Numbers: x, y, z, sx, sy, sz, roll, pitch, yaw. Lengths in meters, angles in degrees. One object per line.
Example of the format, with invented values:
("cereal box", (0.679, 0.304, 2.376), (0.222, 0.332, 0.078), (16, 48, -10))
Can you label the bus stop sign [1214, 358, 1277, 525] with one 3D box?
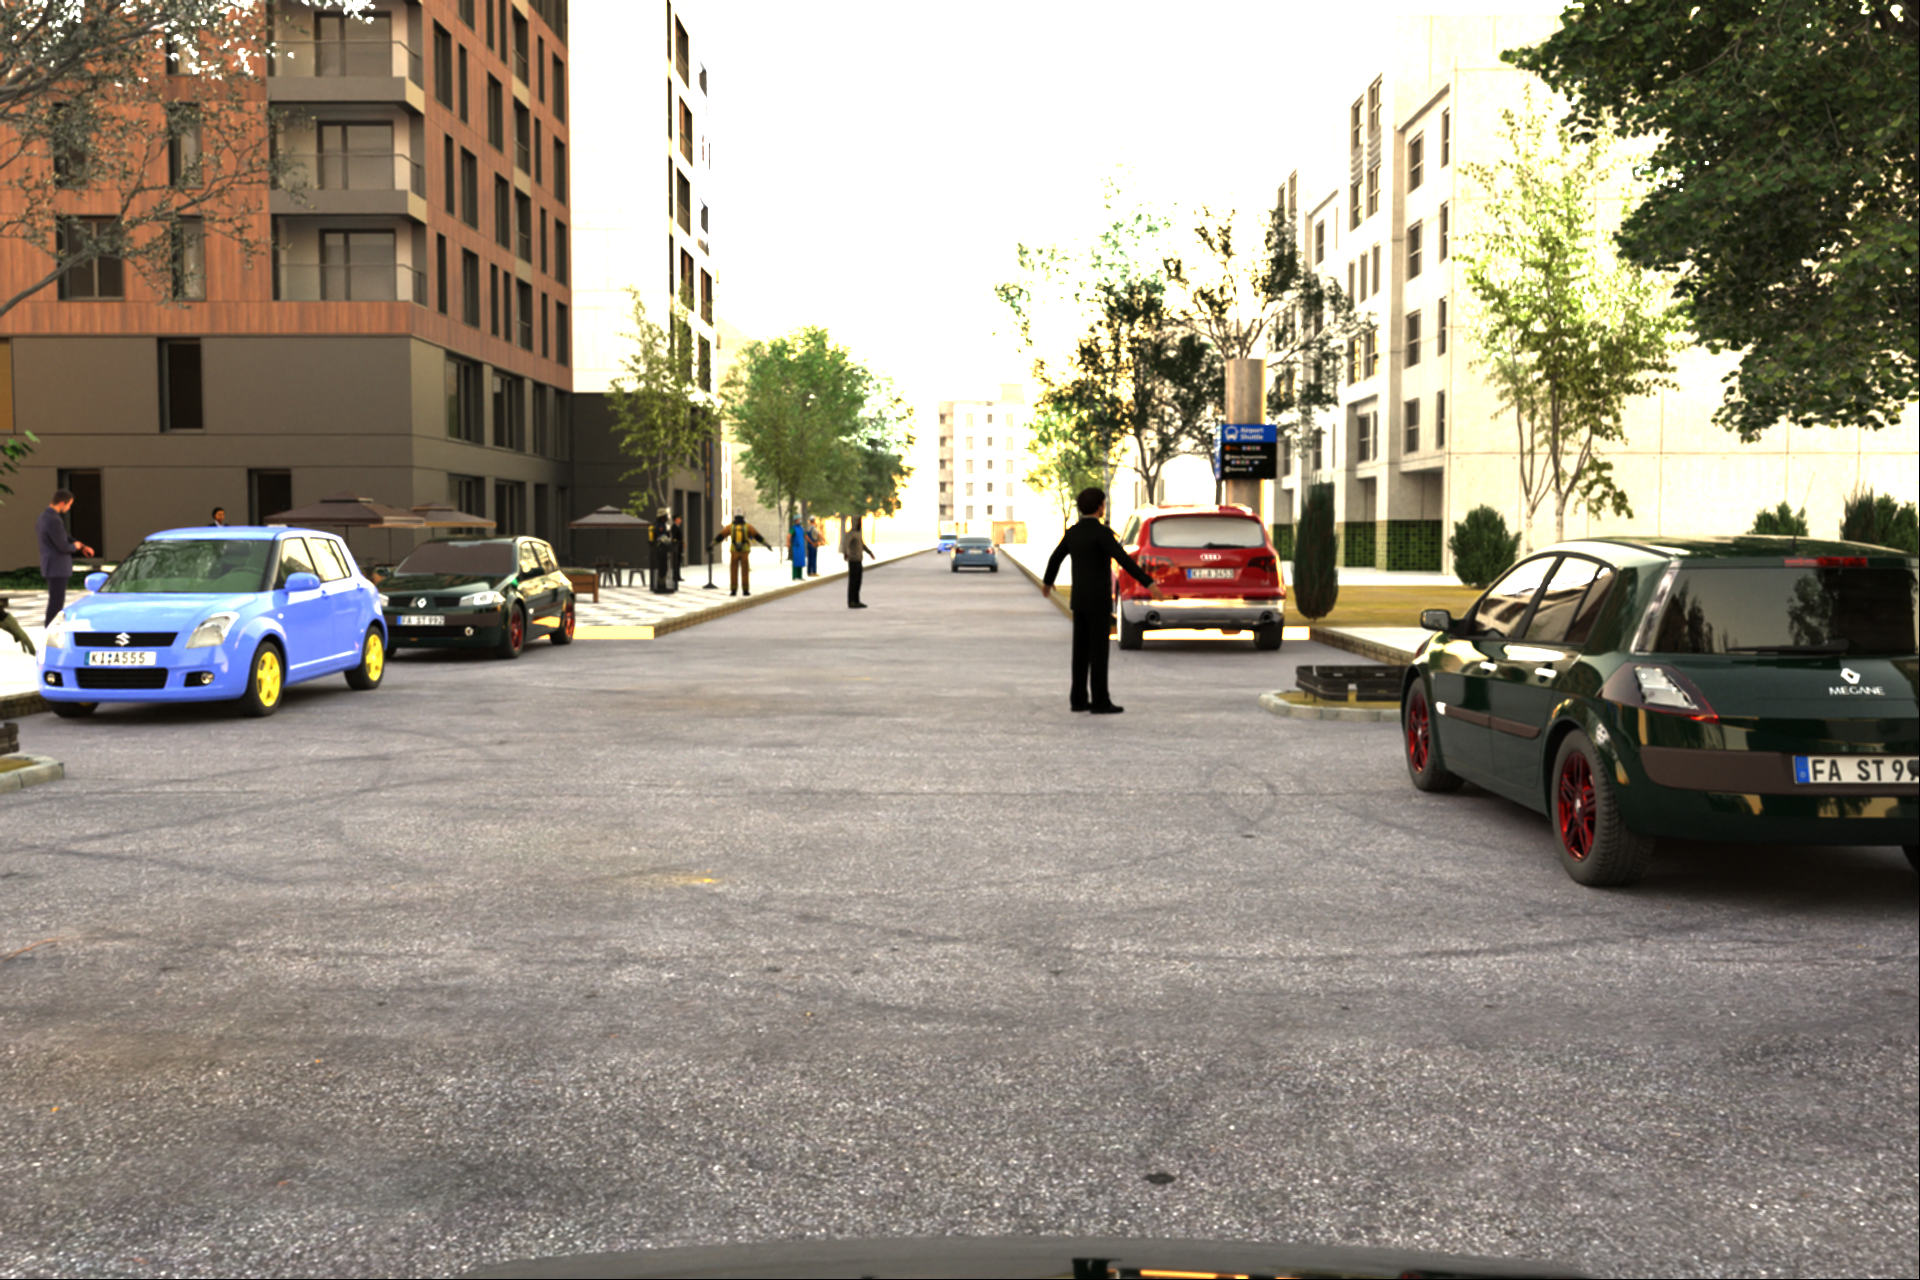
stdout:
("bus stop sign", (4.322, -2.279, 26.278), (0.837, 3.901, 0.837), (0, 4, 2))

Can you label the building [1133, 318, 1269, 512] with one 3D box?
("building", (24.666, -17.356, 150.236), (16.747, 18.905, 31.486), (0, 4, 1))

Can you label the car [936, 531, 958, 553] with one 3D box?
("car", (-0.813, -7.366, 130.019), (1.945, 1.707, 3.694), (0, 4, 1))

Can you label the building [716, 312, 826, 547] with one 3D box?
("building", (-24.068, -21.291, 179.033), (19.493, 23.208, 18.063), (0, 4, 1))

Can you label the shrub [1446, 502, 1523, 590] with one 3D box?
("shrub", (12.160, -2.187, 40.178), (1.690, 2.028, 1.600), (0, 3, 0))

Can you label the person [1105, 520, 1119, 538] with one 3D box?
("person", (5.281, -3.431, 62.363), (1.348, 1.796, 0.705), (-1, 4, -12))

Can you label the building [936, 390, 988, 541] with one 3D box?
("building", (-2.719, -22.093, 220.104), (11.380, 20.090, 16.016), (0, 4, 3))

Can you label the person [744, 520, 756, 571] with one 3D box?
("person", (-7.335, -3.272, 59.964), (0.721, 1.772, 1.216), (-2, 4, -28))

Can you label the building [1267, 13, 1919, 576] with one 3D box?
("building", (23.166, -12.306, 67.661), (16.747, 18.905, 31.486), (0, 4, 0))

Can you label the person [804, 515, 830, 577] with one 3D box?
("person", (-4.441, -2.842, 52.320), (1.347, 1.847, 0.705), (3, 5, 45))

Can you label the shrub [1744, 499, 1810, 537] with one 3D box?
("shrub", (18.690, -2.168, 39.493), (1.661, 2.075, 1.752), (0, 3, 0))

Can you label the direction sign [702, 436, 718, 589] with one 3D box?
("direction sign", (-5.858, -2.968, 40.529), (0.379, 3.537, 0.876), (0, 4, 2))

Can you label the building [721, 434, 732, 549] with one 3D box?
("building", (-24.165, -12.666, 149.236), (9.099, 9.664, 28.070), (0, 4, 1))

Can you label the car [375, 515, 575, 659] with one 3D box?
("car", (-5.923, -0.693, 21.123), (2.009, 1.686, 4.222), (0, 4, 1))

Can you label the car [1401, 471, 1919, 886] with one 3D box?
("car", (3.379, 0.083, 8.426), (2.009, 1.686, 4.222), (0, 4, 1))

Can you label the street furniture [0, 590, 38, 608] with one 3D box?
("street furniture", (-19.390, -1.310, 28.280), (9.812, 1.723, 11.010), (1, 4, 22))

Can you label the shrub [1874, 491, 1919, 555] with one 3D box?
("shrub", (17.041, -1.700, 31.835), (1.661, 2.075, 1.752), (0, 3, 0))

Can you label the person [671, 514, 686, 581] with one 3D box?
("person", (-7.660, -2.516, 47.069), (0.705, 1.837, 1.347), (0, 4, 1))

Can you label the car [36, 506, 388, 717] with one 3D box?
("car", (-6.237, -0.312, 14.689), (1.945, 1.707, 3.694), (0, 4, 1))

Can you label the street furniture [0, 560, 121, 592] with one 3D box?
("street furniture", (-24.039, -1.492, 40.026), (10.072, 0.657, 5.734), (0, 4, -8))

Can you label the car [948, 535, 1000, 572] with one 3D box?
("car", (0.546, -3.318, 66.244), (2.014, 1.417, 4.499), (0, 4, 0))

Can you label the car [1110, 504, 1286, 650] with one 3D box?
("car", (2.991, -0.876, 22.993), (2.281, 1.827, 5.304), (0, 4, 1))

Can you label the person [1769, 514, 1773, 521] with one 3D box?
("person", (21.179, -2.414, 45.608), (0.704, 1.843, 1.345), (2, 4, 29))

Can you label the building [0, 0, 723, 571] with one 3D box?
("building", (-24.536, -13.234, 60.347), (27.936, 21.610, 32.646), (0, 4, 0))

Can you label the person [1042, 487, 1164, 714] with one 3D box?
("person", (1.082, -0.323, 13.932), (0.705, 1.806, 1.347), (-3, 5, -39))

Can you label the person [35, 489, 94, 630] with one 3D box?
("person", (-9.717, -0.755, 18.834), (0.568, 1.767, 0.683), (-3, 5, -42))

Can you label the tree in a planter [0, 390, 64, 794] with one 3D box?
("tree in a planter", (-6.271, -0.759, 9.625), (1.991, 3.239, 1.994), (0, 4, 1))

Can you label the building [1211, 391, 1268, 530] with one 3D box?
("building", (21.058, -9.757, 101.681), (9.099, 9.664, 28.070), (0, 4, 1))

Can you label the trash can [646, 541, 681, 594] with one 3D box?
("trash can", (-6.365, -1.564, 37.221), (0.748, 1.137, 0.748), (0, 3, 0))

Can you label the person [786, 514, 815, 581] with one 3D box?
("person", (-4.383, -2.508, 47.127), (0.704, 1.817, 1.347), (2, 4, 28))
